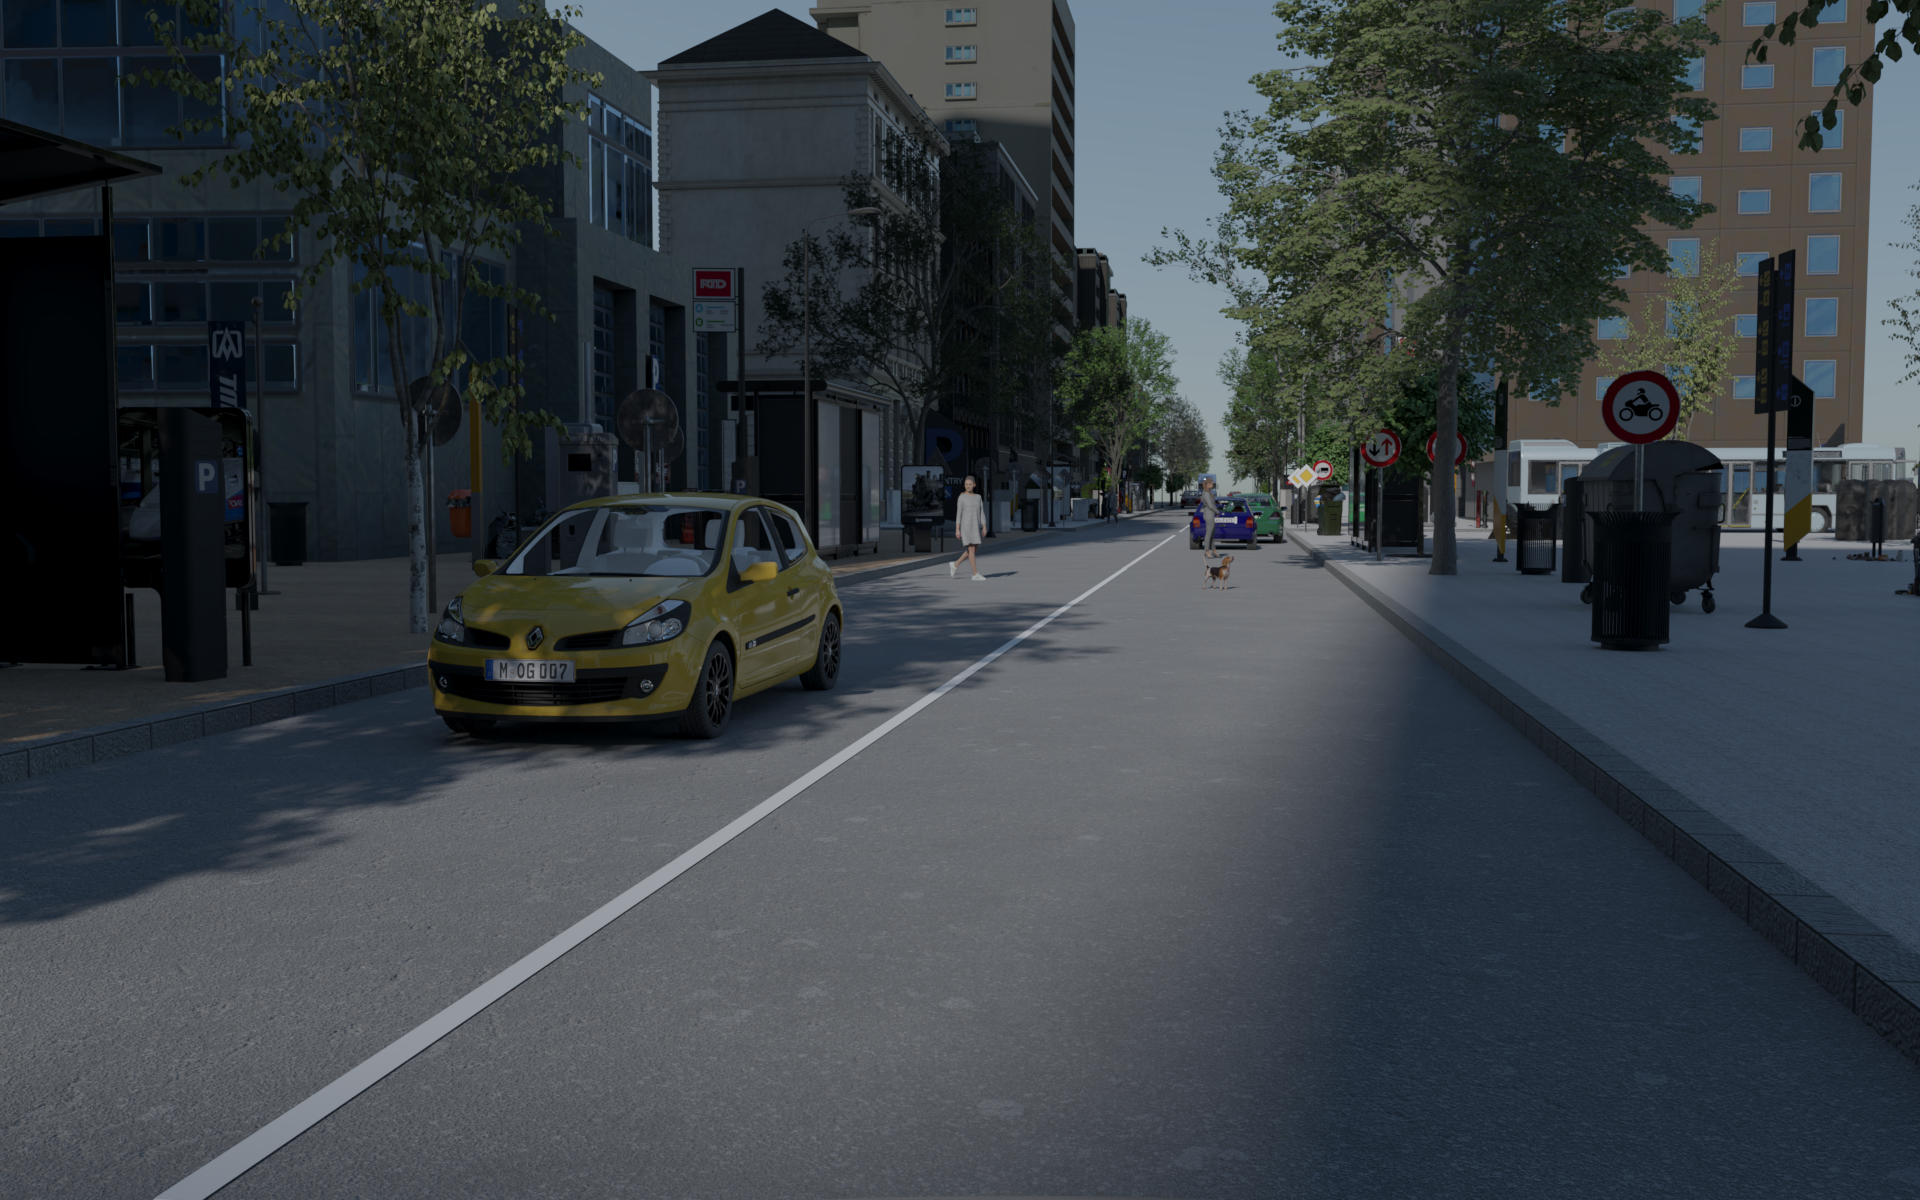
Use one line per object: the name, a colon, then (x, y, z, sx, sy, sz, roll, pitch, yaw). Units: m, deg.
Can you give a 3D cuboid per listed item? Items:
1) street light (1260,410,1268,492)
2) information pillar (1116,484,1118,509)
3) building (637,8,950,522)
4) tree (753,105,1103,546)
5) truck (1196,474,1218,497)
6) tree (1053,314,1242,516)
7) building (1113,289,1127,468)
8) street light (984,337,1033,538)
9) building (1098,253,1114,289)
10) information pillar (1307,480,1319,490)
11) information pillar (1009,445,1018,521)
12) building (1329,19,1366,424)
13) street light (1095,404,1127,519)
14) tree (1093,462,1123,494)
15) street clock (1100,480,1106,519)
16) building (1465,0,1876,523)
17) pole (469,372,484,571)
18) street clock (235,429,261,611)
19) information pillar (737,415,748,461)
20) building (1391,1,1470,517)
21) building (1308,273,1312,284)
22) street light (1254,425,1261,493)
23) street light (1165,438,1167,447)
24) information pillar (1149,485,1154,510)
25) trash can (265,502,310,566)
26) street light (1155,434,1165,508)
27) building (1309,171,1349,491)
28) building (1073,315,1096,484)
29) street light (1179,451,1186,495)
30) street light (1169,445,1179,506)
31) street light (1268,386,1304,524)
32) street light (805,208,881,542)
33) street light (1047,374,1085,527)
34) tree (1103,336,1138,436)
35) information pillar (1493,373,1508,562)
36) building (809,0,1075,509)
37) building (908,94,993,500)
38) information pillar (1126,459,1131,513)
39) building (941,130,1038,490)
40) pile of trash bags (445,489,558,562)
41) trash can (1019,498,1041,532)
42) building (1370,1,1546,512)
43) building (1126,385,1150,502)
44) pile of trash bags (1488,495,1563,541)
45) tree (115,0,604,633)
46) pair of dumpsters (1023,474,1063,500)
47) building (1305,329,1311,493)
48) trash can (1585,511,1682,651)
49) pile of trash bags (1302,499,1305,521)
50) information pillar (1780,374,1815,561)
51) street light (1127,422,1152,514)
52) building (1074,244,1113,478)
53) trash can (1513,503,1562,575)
street light: (17.485, -7.529, 95.635, 1.470, 5.913, 1.316, 1, 4, 9)
information pillar: (9.964, -6.493, 110.656, 0.304, 2.012, 0.304, 0, 4, 4)
building: (-7.342, -15.760, 86.554, 11.050, 23.489, 19.941, 1, 4, 9)
tree: (-1.222, -6.620, 42.655, 8.767, 10.594, 7.601, 1, 4, 9)
truck: (33.782, -15.041, 235.681, 2.967, 4.110, 18.799, 1, 4, 9)
tree: (8.985, -10.624, 99.463, 9.928, 11.665, 9.643, 0, 3, 0)
building: (15.740, -28.704, 241.007, 14.160, 30.474, 14.107, 1, 4, 9)
street light: (1.438, -4.776, 50.627, 1.470, 5.913, 1.316, 1, 4, 9)
building: (9.883, -34.802, 260.896, 32.217, 40.220, 23.993, 1, 4, 9)
information pillar: (20.157, -6.541, 98.306, 0.504, 3.616, 0.183, 3, 4, 38)
information pillar: (2.536, -5.537, 81.878, 0.183, 3.616, 0.504, -3, 4, -38)
building: (55.283, -36.705, 189.359, 28.713, 52.752, 27.495, 1, 4, 9)
street light: (7.749, -7.169, 89.761, 1.470, 5.913, 1.316, 1, 4, 9)
tree: (8.832, -6.813, 105.999, 1.663, 3.219, 1.824, 0, 3, 0)
street clock: (7.238, -5.087, 87.736, 0.358, 2.002, 0.471, 0, 4, 2)
building: (30.751, -26.118, 77.139, 14.200, 45.320, 14.600, 1, 4, 9)
pole: (-8.098, -2.150, 29.002, 0.158, 3.312, 0.155, 0, 3, 0)
street clock: (-7.881, -0.888, 19.087, 0.358, 2.002, 0.471, -3, 5, -41)
information pillar: (-6.469, -3.659, 51.178, 0.504, 3.616, 0.183, 2, 4, 24)
building: (38.165, -34.668, 108.827, 21.231, 58.520, 28.212, 1, 4, 9)
building: (64.384, -36.901, 286.930, 14.154, 41.232, 14.086, 1, 4, 9)
street light: (20.853, -8.847, 117.187, 1.470, 5.913, 1.316, 1, 4, 9)
street light: (16.227, -10.396, 142.515, 1.470, 5.913, 1.316, 1, 4, 9)
information pillar: (15.064, -8.047, 136.057, 0.304, 2.012, 0.304, 1, 4, 21)
trash can: (-12.005, -1.181, 30.956, 0.748, 1.137, 0.748, 0, 3, 0)
street light: (14.874, -9.858, 133.724, 1.470, 5.913, 1.316, 1, 4, 9)
building: (62.780, -38.550, 253.998, 21.300, 48.544, 21.600, 1, 4, 9)
building: (-0.654, -20.602, 181.877, 27.650, 21.520, 28.899, 1, 4, 9)
street light: (23.169, -13.041, 185.753, 1.470, 5.913, 1.316, 1, 4, 9)
street light: (19.725, -11.723, 164.213, 1.470, 5.913, 1.316, 1, 4, 9)
street light: (14.035, -6.210, 74.079, 1.470, 5.913, 1.316, 1, 4, 9)
street light: (-1.968, -3.412, 28.321, 1.470, 5.913, 1.316, 1, 4, 9)
street light: (4.124, -5.795, 67.288, 1.470, 5.913, 1.316, 1, 4, 9)
tree: (3.840, -8.552, 74.232, 8.767, 10.594, 7.601, 2, 4, 24)
information pillar: (10.225, -2.532, 32.753, 0.183, 3.616, 0.504, 0, 4, -2)
building: (-1.399, -32.459, 154.409, 21.300, 48.544, 21.600, 1, 4, 9)
building: (-5.201, -16.832, 104.889, 12.332, 23.373, 15.834, 1, 4, 9)
information pillar: (11.116, -7.512, 114.170, 0.183, 3.616, 0.504, 3, 5, 44)
building: (-2.787, -20.245, 124.508, 14.314, 27.812, 24.014, 1, 4, 9)
pile of trash bags: (-8.650, -1.489, 34.102, 1.912, 1.369, 3.447, 2, 4, 33)
trash can: (2.365, -2.874, 58.649, 0.748, 1.137, 0.748, 0, 3, 0)
building: (43.061, -30.880, 155.005, 14.600, 45.320, 14.200, 1, 4, 9)
building: (16.795, -27.040, 287.149, 27.650, 21.520, 28.899, 1, 4, 9)
pile of trash bags: (16.223, -2.343, 48.065, 1.912, 1.369, 3.447, -1, 4, -15)
tree: (-5.024, -3.985, 15.520, 4.737, 8.622, 4.395, 0, 3, 0)
pair of dumpsters: (3.882, -4.826, 81.401, 1.574, 2.255, 4.437, 1, 4, 9)
building: (61.336, -30.665, 273.078, 14.160, 30.474, 14.107, 1, 4, 9)
trash can: (5.554, -0.164, 14.328, 0.748, 1.137, 0.748, 0, 3, 0)
pile of trash bags: (17.399, -4.403, 81.742, 3.447, 1.369, 1.912, 1, 4, 13)
information pillar: (16.040, -2.555, 33.123, 0.183, 3.616, 0.504, -3, 5, -44)
street light: (11.436, -8.517, 111.802, 1.470, 5.913, 1.316, 1, 4, 9)
building: (9.848, -26.312, 201.905, 14.160, 30.474, 14.107, 1, 4, 9)
trash can: (9.181, -0.974, 27.580, 0.748, 1.137, 0.748, 0, 3, 0)
